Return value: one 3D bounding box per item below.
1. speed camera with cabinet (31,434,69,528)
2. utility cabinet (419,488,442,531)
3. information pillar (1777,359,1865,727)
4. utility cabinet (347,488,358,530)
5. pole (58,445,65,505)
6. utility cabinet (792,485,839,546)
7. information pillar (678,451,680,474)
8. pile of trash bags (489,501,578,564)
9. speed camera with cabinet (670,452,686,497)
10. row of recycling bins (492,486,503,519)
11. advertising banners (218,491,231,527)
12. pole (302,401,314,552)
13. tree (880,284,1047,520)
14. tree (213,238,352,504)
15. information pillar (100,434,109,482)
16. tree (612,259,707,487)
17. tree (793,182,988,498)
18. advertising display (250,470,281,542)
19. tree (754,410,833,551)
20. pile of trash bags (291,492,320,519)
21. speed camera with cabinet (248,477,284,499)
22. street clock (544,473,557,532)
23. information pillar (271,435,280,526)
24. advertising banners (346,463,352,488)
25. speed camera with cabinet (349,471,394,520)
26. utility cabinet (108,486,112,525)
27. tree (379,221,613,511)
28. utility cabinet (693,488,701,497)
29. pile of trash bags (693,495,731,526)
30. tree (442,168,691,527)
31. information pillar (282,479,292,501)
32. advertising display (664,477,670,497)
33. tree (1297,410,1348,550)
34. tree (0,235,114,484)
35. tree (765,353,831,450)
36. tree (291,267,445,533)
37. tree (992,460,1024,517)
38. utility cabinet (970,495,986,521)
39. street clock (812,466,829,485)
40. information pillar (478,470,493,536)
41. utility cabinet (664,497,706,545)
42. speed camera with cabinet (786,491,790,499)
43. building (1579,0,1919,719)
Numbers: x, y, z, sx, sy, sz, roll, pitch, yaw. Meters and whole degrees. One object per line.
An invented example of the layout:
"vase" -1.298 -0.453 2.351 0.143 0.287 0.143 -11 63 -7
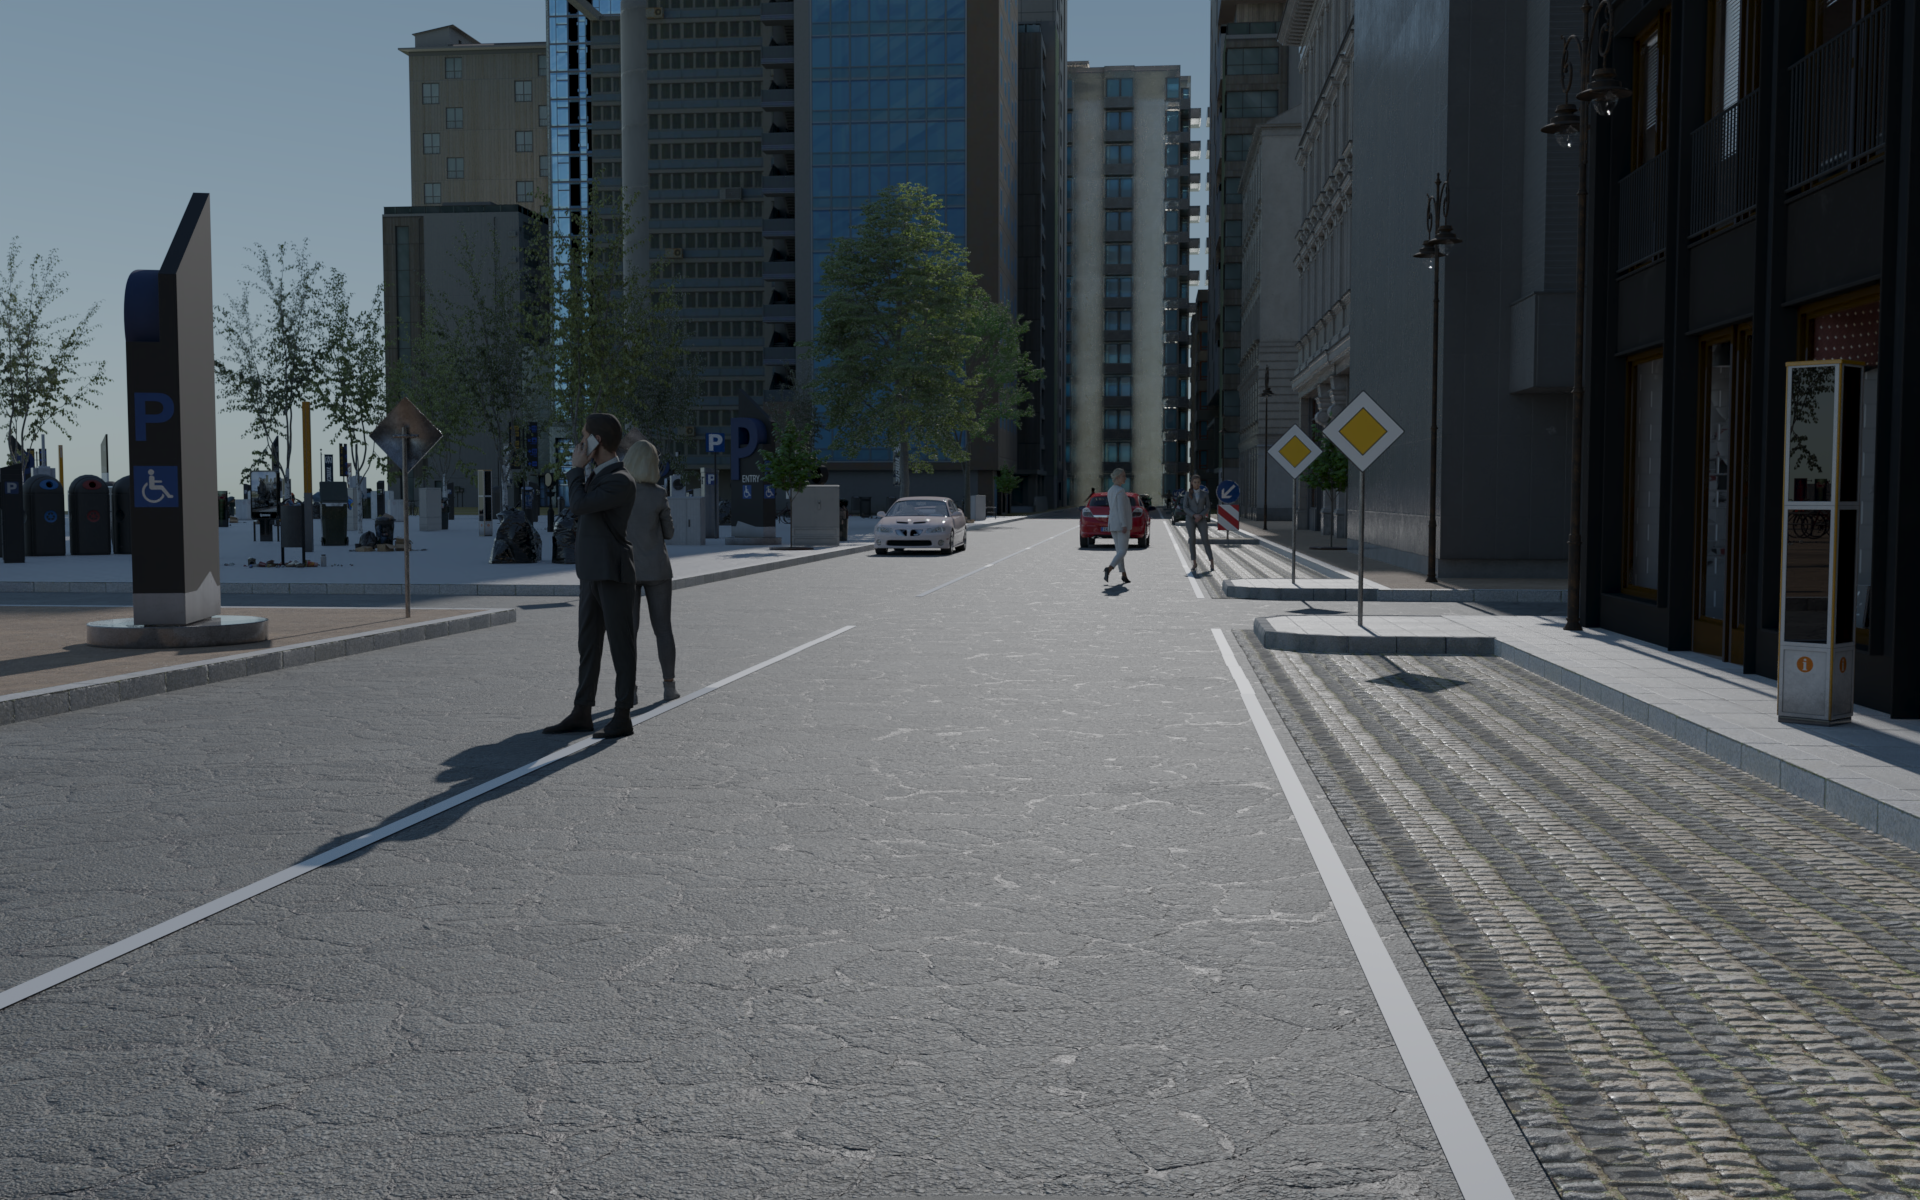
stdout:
"speed camera with cabinet" -29.790 -3.879 57.765 2.038 3.252 0.660 -2 4 -34
"utility cabinet" -18.366 -3.140 60.016 0.318 1.500 1.173 0 4 7
"information pillar" 4.801 -0.317 9.668 0.304 2.012 0.304 -3 5 -40
"utility cabinet" -21.529 -3.191 60.853 1.173 1.500 0.318 3 4 36
"pole" -37.321 -4.777 71.940 0.158 3.312 0.155 0 3 0
"utility cabinet" -3.539 -2.054 42.266 1.173 1.500 0.318 0 4 -7
"information pillar" -15.186 -6.263 93.758 0.183 3.616 0.504 -1 4 -13
"pile of trash bags" -7.149 -1.390 32.477 3.447 1.369 1.912 0 4 8
"speed camera with cabinet" -13.956 -5.325 81.407 2.038 3.252 0.660 -1 4 -17
"row of recycling bins" -24.079 -5.013 89.070 1.069 1.692 3.534 -2 4 -24
"advertising banners" -29.286 -4.330 66.980 2.074 3.025 0.090 0 4 0
"pole" -14.389 -2.713 38.207 0.158 3.312 0.155 0 3 0
"tree" 0.202 -9.727 84.785 9.928 11.665 9.643 0 3 0
"tree" -19.390 -6.041 49.133 4.360 8.622 3.978 0 3 0
"information pillar" -33.391 -4.668 67.675 0.504 3.616 0.183 3 5 40
"tree" -9.665 -6.340 54.029 4.360 8.622 3.978 0 3 0
"tree" -2.412 -8.906 63.748 7.486 12.596 7.792 0 3 0
"advertising display" -18.774 -2.545 46.826 0.974 1.923 0.123 2 4 24
"tree" -3.945 -2.767 39.845 1.663 3.219 1.824 0 3 0
"pile of trash bags" -33.618 -4.841 88.900 1.912 1.369 3.447 1 4 9
"speed camera with cabinet" -37.766 -6.118 94.372 0.660 3.252 2.038 2 4 30
"street clock" -13.790 -3.289 58.347 0.471 2.002 0.358 3 5 42
"information pillar" -27.240 -4.748 68.977 0.183 3.616 0.504 0 4 6
"advertising banners" -33.439 -6.117 96.206 2.074 3.025 0.090 2 4 34
"speed camera with cabinet" -29.498 -5.659 86.853 2.038 3.252 0.660 0 4 2
"utility cabinet" -23.755 -2.471 49.072 1.173 1.500 0.318 0 4 -1
"tree" -12.371 -5.866 46.267 4.360 8.622 3.978 0 3 0
"utility cabinet" -9.923 -3.554 66.788 0.318 1.500 1.173 1 4 14
"pile of trash bags" -10.869 -3.758 71.202 3.447 1.369 1.912 0 4 6
"tree" -8.536 -5.489 40.102 4.737 8.622 4.395 0 3 0
"information pillar" -32.119 -4.781 82.657 0.304 2.012 0.304 2 4 32
"advertising display" -11.389 -3.802 67.375 0.123 1.923 0.974 -1 4 -16
"tree" 8.617 -2.788 40.190 1.663 3.219 1.824 0 3 0
"tree" -27.218 -6.120 50.426 4.360 8.622 3.978 0 3 0
"tree" -8.439 -8.546 90.095 4.360 8.622 3.978 0 3 0
"tree" -19.514 -6.459 55.959 4.737 8.622 4.395 0 3 0
"tree" 2.547 -6.384 98.985 1.663 3.219 1.824 0 3 0
"utility cabinet" 0.872 -4.435 83.680 0.306 1.237 1.020 2 4 30
"street clock" -3.554 -2.402 43.839 0.358 2.002 0.471 -3 5 -42
"information pillar" -14.409 -2.941 52.573 0.304 2.012 0.304 3 5 40
"utility cabinet" -6.920 -1.978 43.500 1.020 1.237 0.306 1 4 16
"speed camera with cabinet" -7.337 -5.456 83.548 2.038 3.252 0.660 -1 4 -19
"building" 11.264 -10.882 7.597 12.332 23.373 15.834 0 4 6
